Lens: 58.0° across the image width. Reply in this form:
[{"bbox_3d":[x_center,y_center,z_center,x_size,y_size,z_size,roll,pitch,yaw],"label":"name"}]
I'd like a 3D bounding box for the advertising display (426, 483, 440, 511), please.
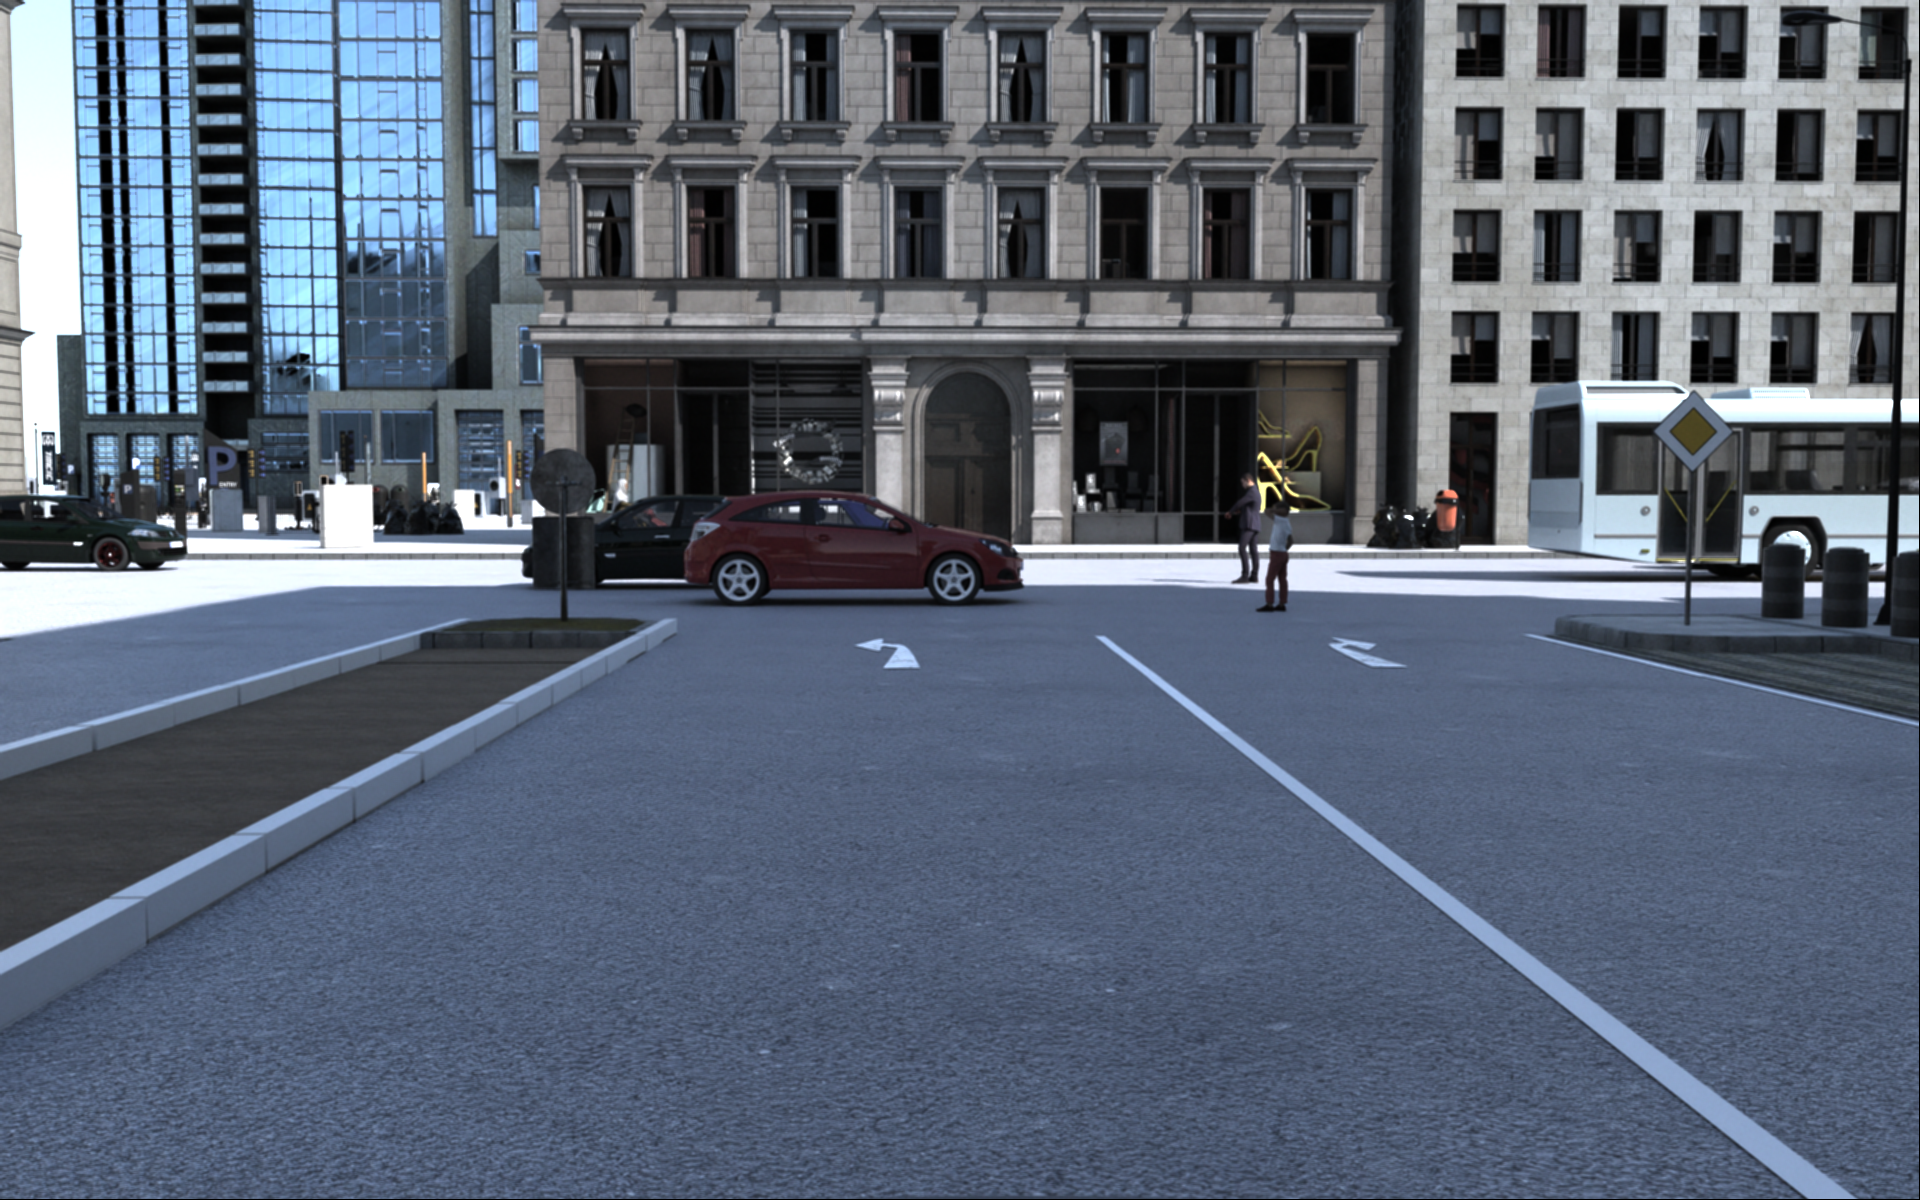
[{"bbox_3d":[-30.212,-5.754,99.290,0.123,1.923,0.974,2,4,27],"label":"advertising display"}]

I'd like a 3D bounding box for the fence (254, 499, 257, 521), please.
[{"bbox_3d":[-32.558,-4.393,83.022,2.264,1.192,0.480,0,4,3],"label":"fence"}]

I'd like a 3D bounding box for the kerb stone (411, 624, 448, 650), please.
[{"bbox_3d":[-5.032,0.362,16.271,0.120,0.150,1.000,0,4,-2],"label":"kerb stone"}]

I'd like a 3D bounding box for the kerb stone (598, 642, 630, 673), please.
[{"bbox_3d":[-2.876,0.486,14.249,0.120,0.150,1.000,0,4,-2],"label":"kerb stone"}]

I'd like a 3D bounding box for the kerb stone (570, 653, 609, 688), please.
[{"bbox_3d":[-2.851,0.549,13.225,0.120,0.150,1.000,0,4,-2],"label":"kerb stone"}]

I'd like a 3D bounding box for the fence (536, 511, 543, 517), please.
[{"bbox_3d":[-14.500,-2.870,62.300,2.069,0.683,0.278,2,4,28],"label":"fence"}]

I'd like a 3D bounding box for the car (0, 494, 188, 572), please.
[{"bbox_3d":[-16.854,-1.399,32.660,4.222,1.686,2.009,0,3,0],"label":"car"}]

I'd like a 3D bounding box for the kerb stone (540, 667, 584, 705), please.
[{"bbox_3d":[-2.824,0.611,12.198,0.120,0.150,1.000,0,4,-2],"label":"kerb stone"}]

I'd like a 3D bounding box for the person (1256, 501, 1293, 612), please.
[{"bbox_3d":[3.851,-0.537,21.185,0.340,1.345,0.435,2,4,30],"label":"person"}]

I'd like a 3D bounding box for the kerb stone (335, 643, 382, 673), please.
[{"bbox_3d":[-4.980,0.488,14.223,0.120,0.150,1.000,0,4,-2],"label":"kerb stone"}]

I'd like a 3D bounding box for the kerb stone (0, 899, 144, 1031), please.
[{"bbox_3d":[-2.630,1.052,4.996,0.120,0.150,1.000,0,4,-2],"label":"kerb stone"}]

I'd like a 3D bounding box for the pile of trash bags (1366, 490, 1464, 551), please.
[{"bbox_3d":[10.884,-1.884,40.551,1.912,1.369,3.447,0,4,-6],"label":"pile of trash bags"}]

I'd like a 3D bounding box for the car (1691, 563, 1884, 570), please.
[{"bbox_3d":[15.691,-1.407,33.225,3.980,1.641,2.015,0,4,-2],"label":"car"}]

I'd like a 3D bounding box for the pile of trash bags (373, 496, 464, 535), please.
[{"bbox_3d":[-17.549,-2.746,54.653,1.912,1.369,3.447,3,5,44],"label":"pile of trash bags"}]

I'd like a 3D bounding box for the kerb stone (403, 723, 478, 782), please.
[{"bbox_3d":[-2.740,0.800,9.120,0.120,0.150,1.000,0,4,-2],"label":"kerb stone"}]

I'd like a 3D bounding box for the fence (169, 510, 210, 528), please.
[{"bbox_3d":[-29.296,-3.098,66.030,2.069,0.683,0.278,1,4,15],"label":"fence"}]

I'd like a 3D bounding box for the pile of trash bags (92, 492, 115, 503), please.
[{"bbox_3d":[-43.850,-4.741,87.275,3.447,1.369,1.912,0,4,5],"label":"pile of trash bags"}]

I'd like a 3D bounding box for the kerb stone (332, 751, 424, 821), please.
[{"bbox_3d":[-2.719,0.865,8.084,0.120,0.150,1.000,0,4,-2],"label":"kerb stone"}]

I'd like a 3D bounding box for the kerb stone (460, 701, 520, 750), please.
[{"bbox_3d":[-2.771,0.742,10.148,0.120,0.150,1.000,0,4,-2],"label":"kerb stone"}]

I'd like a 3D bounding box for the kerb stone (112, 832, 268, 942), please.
[{"bbox_3d":[-2.663,0.989,6.020,0.120,0.150,1.000,0,4,-2],"label":"kerb stone"}]

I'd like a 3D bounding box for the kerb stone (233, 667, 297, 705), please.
[{"bbox_3d":[-4.920,0.613,12.169,0.120,0.150,1.000,0,4,-2],"label":"kerb stone"}]

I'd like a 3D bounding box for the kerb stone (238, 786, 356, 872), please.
[{"bbox_3d":[-2.695,0.926,7.052,0.120,0.150,1.000,0,4,-2],"label":"kerb stone"}]

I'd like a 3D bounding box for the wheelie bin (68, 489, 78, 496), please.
[{"bbox_3d":[-54.242,-5.975,105.604,0.693,1.594,0.980,2,4,30],"label":"wheelie bin"}]

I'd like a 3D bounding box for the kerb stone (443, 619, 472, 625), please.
[{"bbox_3d":[-5.066,0.300,17.298,0.120,0.150,1.000,0,4,-2],"label":"kerb stone"}]

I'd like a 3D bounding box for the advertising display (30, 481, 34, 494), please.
[{"bbox_3d":[-46.094,-4.944,86.049,0.123,1.923,0.974,-2,4,-26],"label":"advertising display"}]

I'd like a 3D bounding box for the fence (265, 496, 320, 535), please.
[{"bbox_3d":[-20.538,-2.620,54.045,2.264,1.192,0.480,1,4,12],"label":"fence"}]

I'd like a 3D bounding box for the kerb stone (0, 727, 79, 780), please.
[{"bbox_3d":[-4.846,0.804,9.078,0.120,0.150,1.000,0,4,-2],"label":"kerb stone"}]

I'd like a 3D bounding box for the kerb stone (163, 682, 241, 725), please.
[{"bbox_3d":[-4.902,0.676,11.144,0.120,0.150,1.000,0,4,-2],"label":"kerb stone"}]

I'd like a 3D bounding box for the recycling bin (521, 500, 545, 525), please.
[{"bbox_3d":[-18.064,-3.713,73.259,0.722,1.027,0.722,2,4,30],"label":"recycling bin"}]

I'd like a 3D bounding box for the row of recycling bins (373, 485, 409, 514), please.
[{"bbox_3d":[-26.075,-4.235,76.355,3.534,1.692,1.069,0,4,-2],"label":"row of recycling bins"}]

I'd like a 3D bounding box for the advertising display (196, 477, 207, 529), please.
[{"bbox_3d":[-28.201,-3.620,64.406,0.123,1.923,0.974,0,4,-8],"label":"advertising display"}]

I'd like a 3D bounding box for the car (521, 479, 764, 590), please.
[{"bbox_3d":[-4.600,-1.034,26.692,4.222,1.686,2.009,0,4,-2],"label":"car"}]

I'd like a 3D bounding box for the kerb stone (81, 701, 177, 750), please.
[{"bbox_3d":[-4.863,0.739,10.114,0.120,0.150,1.000,0,4,-2],"label":"kerb stone"}]

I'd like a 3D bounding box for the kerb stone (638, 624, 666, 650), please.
[{"bbox_3d":[-2.929,0.360,16.313,0.120,0.150,1.000,0,4,-2],"label":"kerb stone"}]

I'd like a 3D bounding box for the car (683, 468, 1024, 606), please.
[{"bbox_3d":[-1.396,-0.850,22.934,4.494,1.783,2.155,0,4,-2],"label":"car"}]

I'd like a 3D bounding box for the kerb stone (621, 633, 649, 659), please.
[{"bbox_3d":[-2.908,0.428,15.276,0.120,0.150,1.000,0,4,-2],"label":"kerb stone"}]

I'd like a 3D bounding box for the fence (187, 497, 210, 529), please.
[{"bbox_3d":[-26.596,-3.031,60.753,2.264,1.192,0.480,2,4,24],"label":"fence"}]

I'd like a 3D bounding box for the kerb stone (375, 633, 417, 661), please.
[{"bbox_3d":[-5.005,0.425,15.247,0.120,0.150,1.000,0,4,-2],"label":"kerb stone"}]

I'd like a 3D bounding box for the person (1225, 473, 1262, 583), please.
[{"bbox_3d":[4.559,-1.161,27.939,0.568,1.767,0.683,1,4,21],"label":"person"}]

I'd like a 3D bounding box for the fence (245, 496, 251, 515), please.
[{"bbox_3d":[-41.257,-5.410,99.658,2.264,1.192,0.480,1,4,10],"label":"fence"}]

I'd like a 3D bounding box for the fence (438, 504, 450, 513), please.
[{"bbox_3d":[-30.321,-5.281,101.714,0.278,0.683,2.069,0,4,5],"label":"fence"}]

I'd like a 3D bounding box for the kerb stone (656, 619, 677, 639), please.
[{"bbox_3d":[-2.964,0.299,17.339,0.120,0.150,1.000,0,4,-2],"label":"kerb stone"}]

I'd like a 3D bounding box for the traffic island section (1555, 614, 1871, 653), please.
[{"bbox_3d":[7.132,0.326,16.953,2.009,0.180,2.903,0,4,-2],"label":"traffic island section"}]

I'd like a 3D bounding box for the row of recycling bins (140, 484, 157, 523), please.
[{"bbox_3d":[-34.343,-4.017,72.783,1.069,1.692,3.534,-1,4,-21],"label":"row of recycling bins"}]

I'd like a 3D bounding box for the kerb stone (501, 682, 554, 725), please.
[{"bbox_3d":[-2.800,0.674,11.171,0.120,0.150,1.000,0,4,-2],"label":"kerb stone"}]

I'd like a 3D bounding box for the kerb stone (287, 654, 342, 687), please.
[{"bbox_3d":[-4.957,0.550,13.199,0.120,0.150,1.000,0,4,-2],"label":"kerb stone"}]
